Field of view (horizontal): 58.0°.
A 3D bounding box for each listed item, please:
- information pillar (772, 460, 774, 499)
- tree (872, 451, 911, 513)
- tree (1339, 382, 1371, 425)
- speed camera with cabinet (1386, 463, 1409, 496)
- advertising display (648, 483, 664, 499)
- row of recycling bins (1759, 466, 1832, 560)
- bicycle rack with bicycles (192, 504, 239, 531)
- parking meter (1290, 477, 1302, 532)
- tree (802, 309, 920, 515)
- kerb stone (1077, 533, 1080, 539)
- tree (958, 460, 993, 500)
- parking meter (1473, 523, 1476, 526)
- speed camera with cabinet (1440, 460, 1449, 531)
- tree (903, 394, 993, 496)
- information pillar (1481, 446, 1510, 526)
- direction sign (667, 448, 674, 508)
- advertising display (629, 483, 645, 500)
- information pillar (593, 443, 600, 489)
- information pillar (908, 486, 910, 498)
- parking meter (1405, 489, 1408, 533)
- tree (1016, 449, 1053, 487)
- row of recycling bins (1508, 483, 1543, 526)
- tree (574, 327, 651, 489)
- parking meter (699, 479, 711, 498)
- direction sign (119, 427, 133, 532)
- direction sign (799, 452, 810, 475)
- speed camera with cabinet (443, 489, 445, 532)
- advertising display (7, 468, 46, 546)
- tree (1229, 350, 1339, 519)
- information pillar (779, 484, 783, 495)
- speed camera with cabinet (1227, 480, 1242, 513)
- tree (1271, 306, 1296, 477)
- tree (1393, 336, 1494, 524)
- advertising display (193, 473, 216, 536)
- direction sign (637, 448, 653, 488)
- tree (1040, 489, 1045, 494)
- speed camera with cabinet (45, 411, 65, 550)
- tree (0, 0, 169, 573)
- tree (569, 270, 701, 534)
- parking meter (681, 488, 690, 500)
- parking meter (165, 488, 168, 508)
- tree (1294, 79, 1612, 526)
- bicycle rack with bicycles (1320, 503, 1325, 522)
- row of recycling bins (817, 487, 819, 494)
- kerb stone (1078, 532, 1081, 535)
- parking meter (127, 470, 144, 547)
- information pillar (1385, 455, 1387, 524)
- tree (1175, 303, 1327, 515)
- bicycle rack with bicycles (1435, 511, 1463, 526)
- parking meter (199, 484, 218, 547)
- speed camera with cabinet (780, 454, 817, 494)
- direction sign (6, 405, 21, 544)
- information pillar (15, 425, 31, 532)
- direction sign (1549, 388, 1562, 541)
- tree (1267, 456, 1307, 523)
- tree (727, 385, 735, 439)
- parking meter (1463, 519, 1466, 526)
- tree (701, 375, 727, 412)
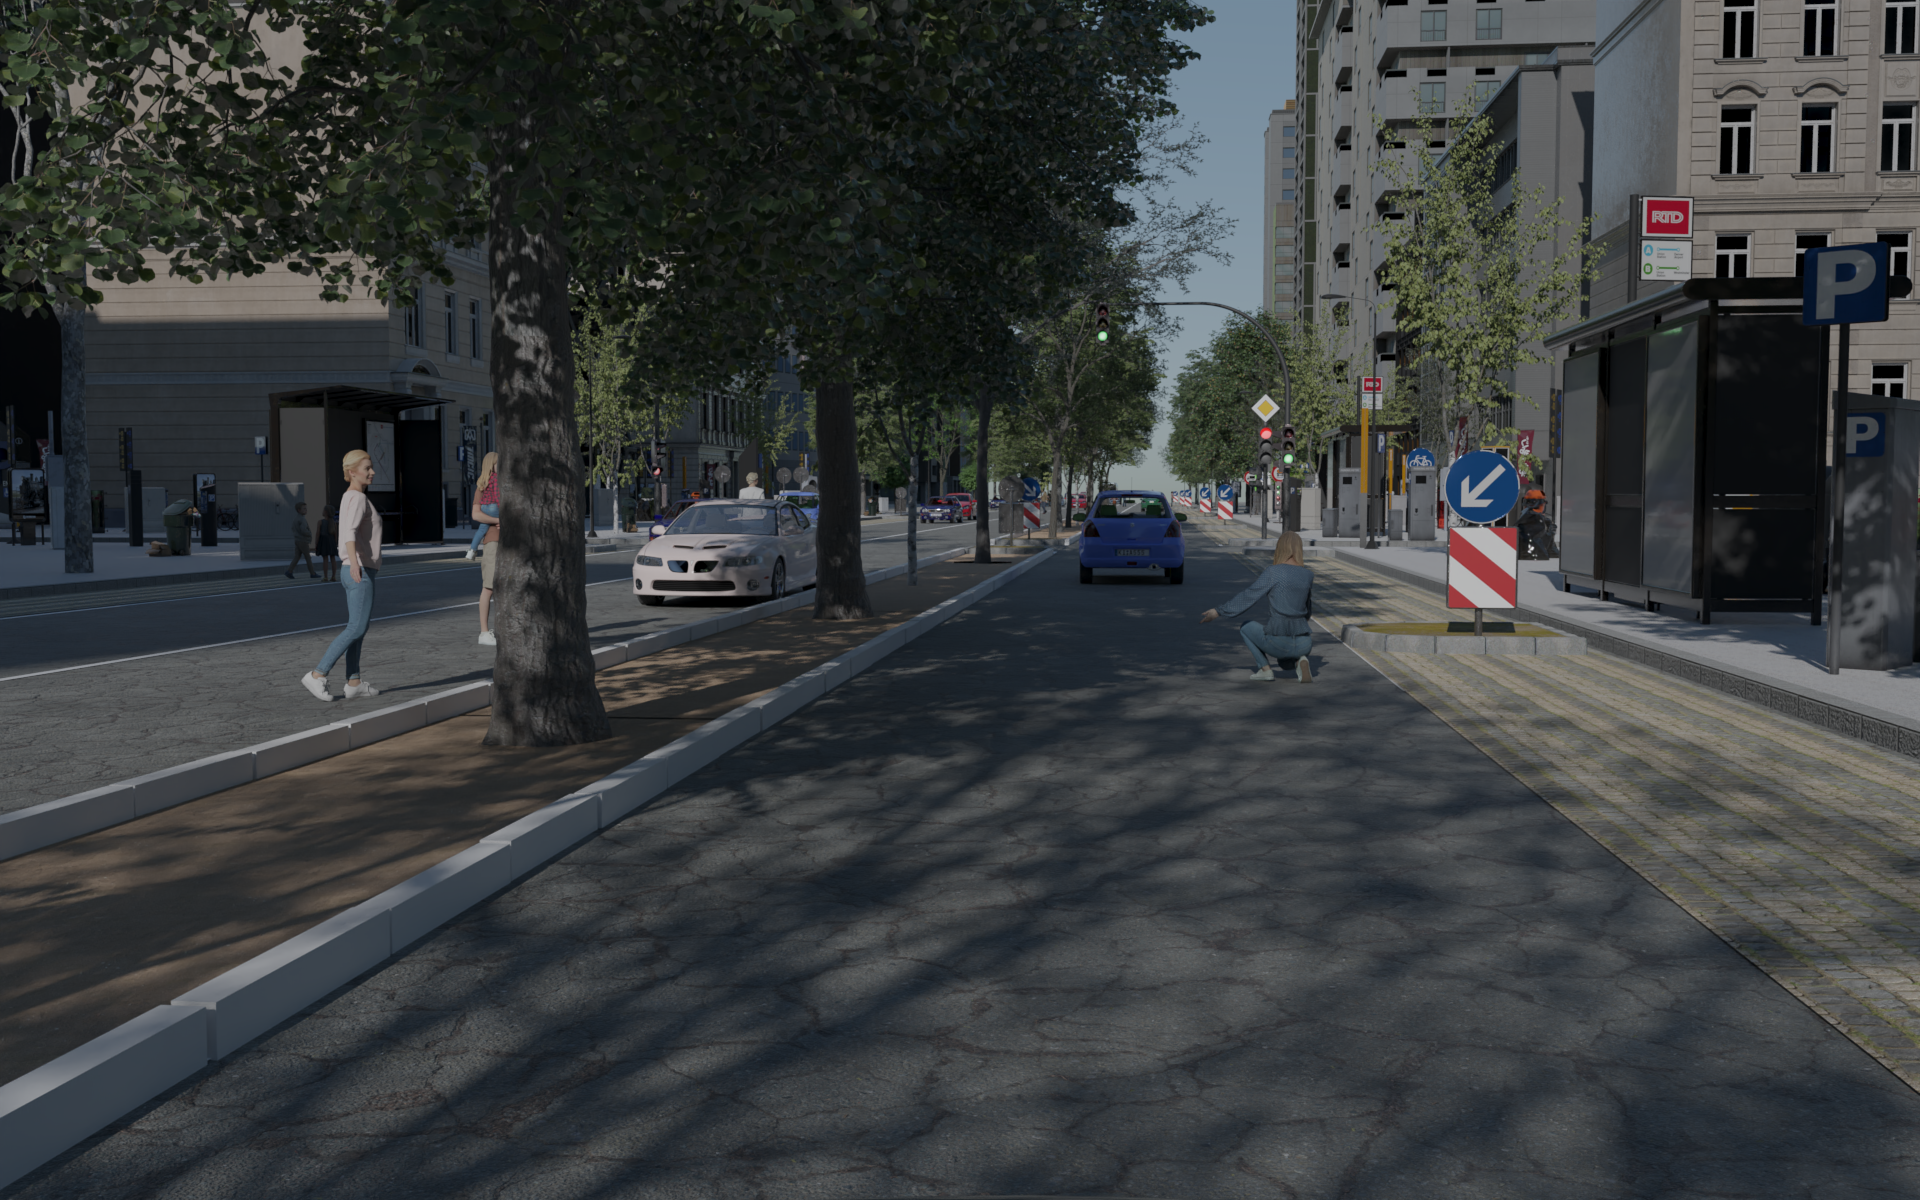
[{"bbox_3d":[-12.659,-7.700,117.250,0.183,3.616,0.504,0,4,-5],"label":"information pillar"},{"bbox_3d":[-4.408,-8.190,117.620,4.285,4.588,4.351,0,3,0],"label":"tree"},{"bbox_3d":[25.248,-9.884,111.965,4.360,8.622,3.978,0,3,0],"label":"tree"},{"bbox_3d":[26.473,-6.799,105.495,2.038,3.252,0.660,1,4,12],"label":"speed camera with cabinet"},{"bbox_3d":[-17.876,-5.912,101.870,0.974,1.923,0.123,-1,4,-11],"label":"advertising display"},{"bbox_3d":[12.697,-1.131,25.613,1.069,1.692,3.534,0,4,8],"label":"row of recycling bins"},{"bbox_3d":[-25.882,-2.912,60.999,2.925,0.926,2.852,-2,4,-33],"label":"bicycle rack with bicycles"},{"bbox_3d":[11.318,-3.229,58.510,0.255,1.863,0.399,-3,4,-38],"label":"parking meter"},{"bbox_3d":[-5.973,-11.503,106.201,7.486,12.596,7.792,0,3,0],"label":"tree"},{"bbox_3d":[3.525,-1.899,53.353,0.120,0.150,1.000,0,4,6],"label":"kerb stone"},{"bbox_3d":[1.480,-11.195,166.747,4.285,4.588,4.351,0,3,0],"label":"tree"},{"bbox_3d":[8.544,-1.210,28.199,0.372,1.533,0.369,0,3,0],"label":"parking meter"},{"bbox_3d":[17.322,-3.948,58.882,0.660,3.252,2.038,-2,4,-35],"label":"speed camera with cabinet"},{"bbox_3d":[-1.311,-13.034,138.867,9.928,11.665,9.643,0,3,0],"label":"tree"},{"bbox_3d":[8.227,-1.357,26.674,0.304,2.012,0.304,-1,4,-23],"label":"information pillar"},{"bbox_3d":[-14.354,-5.745,85.932,0.379,3.537,0.876,1,4,10],"label":"direction sign"},{"bbox_3d":[-18.965,-5.912,101.870,0.974,1.923,0.123,1,4,12],"label":"advertising display"},{"bbox_3d":[-15.123,-4.943,72.177,0.183,3.616,0.504,1,4,14],"label":"information pillar"},{"bbox_3d":[-3.477,-7.955,121.424,0.183,3.616,0.504,2,4,30],"label":"information pillar"},{"bbox_3d":[15.026,-3.010,57.631,0.372,1.533,0.369,0,3,0],"label":"parking meter"},{"bbox_3d":[9.630,-19.955,243.278,9.611,12.733,9.660,0,3,0],"label":"tree"},{"bbox_3d":[20.116,-3.427,63.148,3.534,1.692,1.069,-3,5,-40],"label":"row of recycling bins"},{"bbox_3d":[-15.653,-7.737,76.865,4.360,8.622,3.978,0,3,0],"label":"tree"},{"bbox_3d":[-9.975,-3.796,67.768,0.399,1.863,0.255,-3,4,-37],"label":"parking meter"},{"bbox_3d":[-28.408,-4.101,59.045,0.876,3.537,0.379,3,4,38],"label":"direction sign"},{"bbox_3d":[-8.311,-6.152,92.580,0.379,3.537,0.876,-3,5,-42],"label":"direction sign"},{"bbox_3d":[-17.883,-3.836,57.052,0.660,3.252,2.038,2,4,24],"label":"speed camera with cabinet"},{"bbox_3d":[-23.284,-2.325,43.229,0.123,1.923,0.974,1,4,22],"label":"advertising display"},{"bbox_3d":[15.995,-8.402,87.742,4.360,8.622,3.978,0,3,0],"label":"tree"},{"bbox_3d":[-12.814,-7.365,124.909,0.304,2.012,0.304,-3,5,-40],"label":"information pillar"},{"bbox_3d":[18.522,-7.494,116.866,0.660,3.252,2.038,1,4,21],"label":"speed camera with cabinet"},{"bbox_3d":[13.466,-6.990,64.652,4.737,8.622,4.395,0,3,0],"label":"tree"},{"bbox_3d":[20.930,-7.636,75.217,4.360,8.622,3.978,0,3,0],"label":"tree"},{"bbox_3d":[-23.008,-2.910,52.785,0.123,1.923,0.974,1,4,11],"label":"advertising display"},{"bbox_3d":[-15.639,-5.752,86.044,0.876,3.537,0.379,-3,4,-37],"label":"direction sign"},{"bbox_3d":[11.958,-16.139,258.470,1.663,3.219,1.824,0,3,0],"label":"tree"},{"bbox_3d":[-21.137,-2.841,40.786,0.660,3.252,2.038,-2,4,-29],"label":"speed camera with cabinet"},{"bbox_3d":[-13.544,-10.579,28.859,12.611,20.169,13.585,0,3,0],"label":"tree"},{"bbox_3d":[-11.410,-6.461,55.995,4.737,8.622,4.395,0,3,0],"label":"tree"},{"bbox_3d":[-11.861,-4.070,74.957,0.372,1.533,0.369,0,3,0],"label":"parking meter"},{"bbox_3d":[-38.910,-4.640,84.283,0.372,1.533,0.369,0,3,0],"label":"parking meter"},{"bbox_3d":[9.079,-4.941,31.148,4.737,8.622,4.395,0,3,0],"label":"tree"},{"bbox_3d":[14.926,-3.371,68.492,2.852,0.926,2.925,2,4,30],"label":"bicycle rack with bicycles"},{"bbox_3d":[-7.599,-5.580,98.352,1.069,1.692,3.534,-2,4,-28],"label":"row of recycling bins"},{"bbox_3d":[3.644,-1.961,54.370,0.120,0.150,1.000,0,4,6],"label":"kerb stone"},{"bbox_3d":[-20.175,-2.242,42.372,0.255,1.863,0.399,-3,4,-38],"label":"parking meter"},{"bbox_3d":[18.364,-5.137,75.346,0.504,3.616,0.183,-3,4,-36],"label":"information pillar"},{"bbox_3d":[17.829,-11.458,104.345,9.611,12.733,9.660,0,3,0],"label":"tree"},{"bbox_3d":[19.404,-3.292,67.206,2.852,0.926,2.925,0,4,2],"label":"bicycle rack with bicycles"},{"bbox_3d":[-18.426,-2.083,42.468,0.372,1.533,0.369,0,3,0],"label":"parking meter"},{"bbox_3d":[-7.968,-5.577,85.516,0.660,3.252,2.038,3,5,41],"label":"speed camera with cabinet"},{"bbox_3d":[-24.418,-3.219,44.628,0.379,3.537,0.876,-3,5,-39],"label":"direction sign"},{"bbox_3d":[-31.467,-4.086,58.153,0.504,3.616,0.183,-2,4,-28],"label":"information pillar"},{"bbox_3d":[12.825,-2.775,37.368,0.379,3.537,0.876,2,4,33],"label":"direction sign"},{"bbox_3d":[14.428,-4.990,76.188,1.663,3.219,1.824,0,3,0],"label":"tree"},{"bbox_3d":[-11.403,-9.099,99.129,4.737,8.622,4.395,0,3,0],"label":"tree"},{"bbox_3d":[15.830,-2.949,53.932,0.255,1.863,0.399,1,4,20],"label":"parking meter"},{"bbox_3d":[-10.751,-6.784,61.285,4.737,8.622,4.395,0,3,0],"label":"tree"}]
